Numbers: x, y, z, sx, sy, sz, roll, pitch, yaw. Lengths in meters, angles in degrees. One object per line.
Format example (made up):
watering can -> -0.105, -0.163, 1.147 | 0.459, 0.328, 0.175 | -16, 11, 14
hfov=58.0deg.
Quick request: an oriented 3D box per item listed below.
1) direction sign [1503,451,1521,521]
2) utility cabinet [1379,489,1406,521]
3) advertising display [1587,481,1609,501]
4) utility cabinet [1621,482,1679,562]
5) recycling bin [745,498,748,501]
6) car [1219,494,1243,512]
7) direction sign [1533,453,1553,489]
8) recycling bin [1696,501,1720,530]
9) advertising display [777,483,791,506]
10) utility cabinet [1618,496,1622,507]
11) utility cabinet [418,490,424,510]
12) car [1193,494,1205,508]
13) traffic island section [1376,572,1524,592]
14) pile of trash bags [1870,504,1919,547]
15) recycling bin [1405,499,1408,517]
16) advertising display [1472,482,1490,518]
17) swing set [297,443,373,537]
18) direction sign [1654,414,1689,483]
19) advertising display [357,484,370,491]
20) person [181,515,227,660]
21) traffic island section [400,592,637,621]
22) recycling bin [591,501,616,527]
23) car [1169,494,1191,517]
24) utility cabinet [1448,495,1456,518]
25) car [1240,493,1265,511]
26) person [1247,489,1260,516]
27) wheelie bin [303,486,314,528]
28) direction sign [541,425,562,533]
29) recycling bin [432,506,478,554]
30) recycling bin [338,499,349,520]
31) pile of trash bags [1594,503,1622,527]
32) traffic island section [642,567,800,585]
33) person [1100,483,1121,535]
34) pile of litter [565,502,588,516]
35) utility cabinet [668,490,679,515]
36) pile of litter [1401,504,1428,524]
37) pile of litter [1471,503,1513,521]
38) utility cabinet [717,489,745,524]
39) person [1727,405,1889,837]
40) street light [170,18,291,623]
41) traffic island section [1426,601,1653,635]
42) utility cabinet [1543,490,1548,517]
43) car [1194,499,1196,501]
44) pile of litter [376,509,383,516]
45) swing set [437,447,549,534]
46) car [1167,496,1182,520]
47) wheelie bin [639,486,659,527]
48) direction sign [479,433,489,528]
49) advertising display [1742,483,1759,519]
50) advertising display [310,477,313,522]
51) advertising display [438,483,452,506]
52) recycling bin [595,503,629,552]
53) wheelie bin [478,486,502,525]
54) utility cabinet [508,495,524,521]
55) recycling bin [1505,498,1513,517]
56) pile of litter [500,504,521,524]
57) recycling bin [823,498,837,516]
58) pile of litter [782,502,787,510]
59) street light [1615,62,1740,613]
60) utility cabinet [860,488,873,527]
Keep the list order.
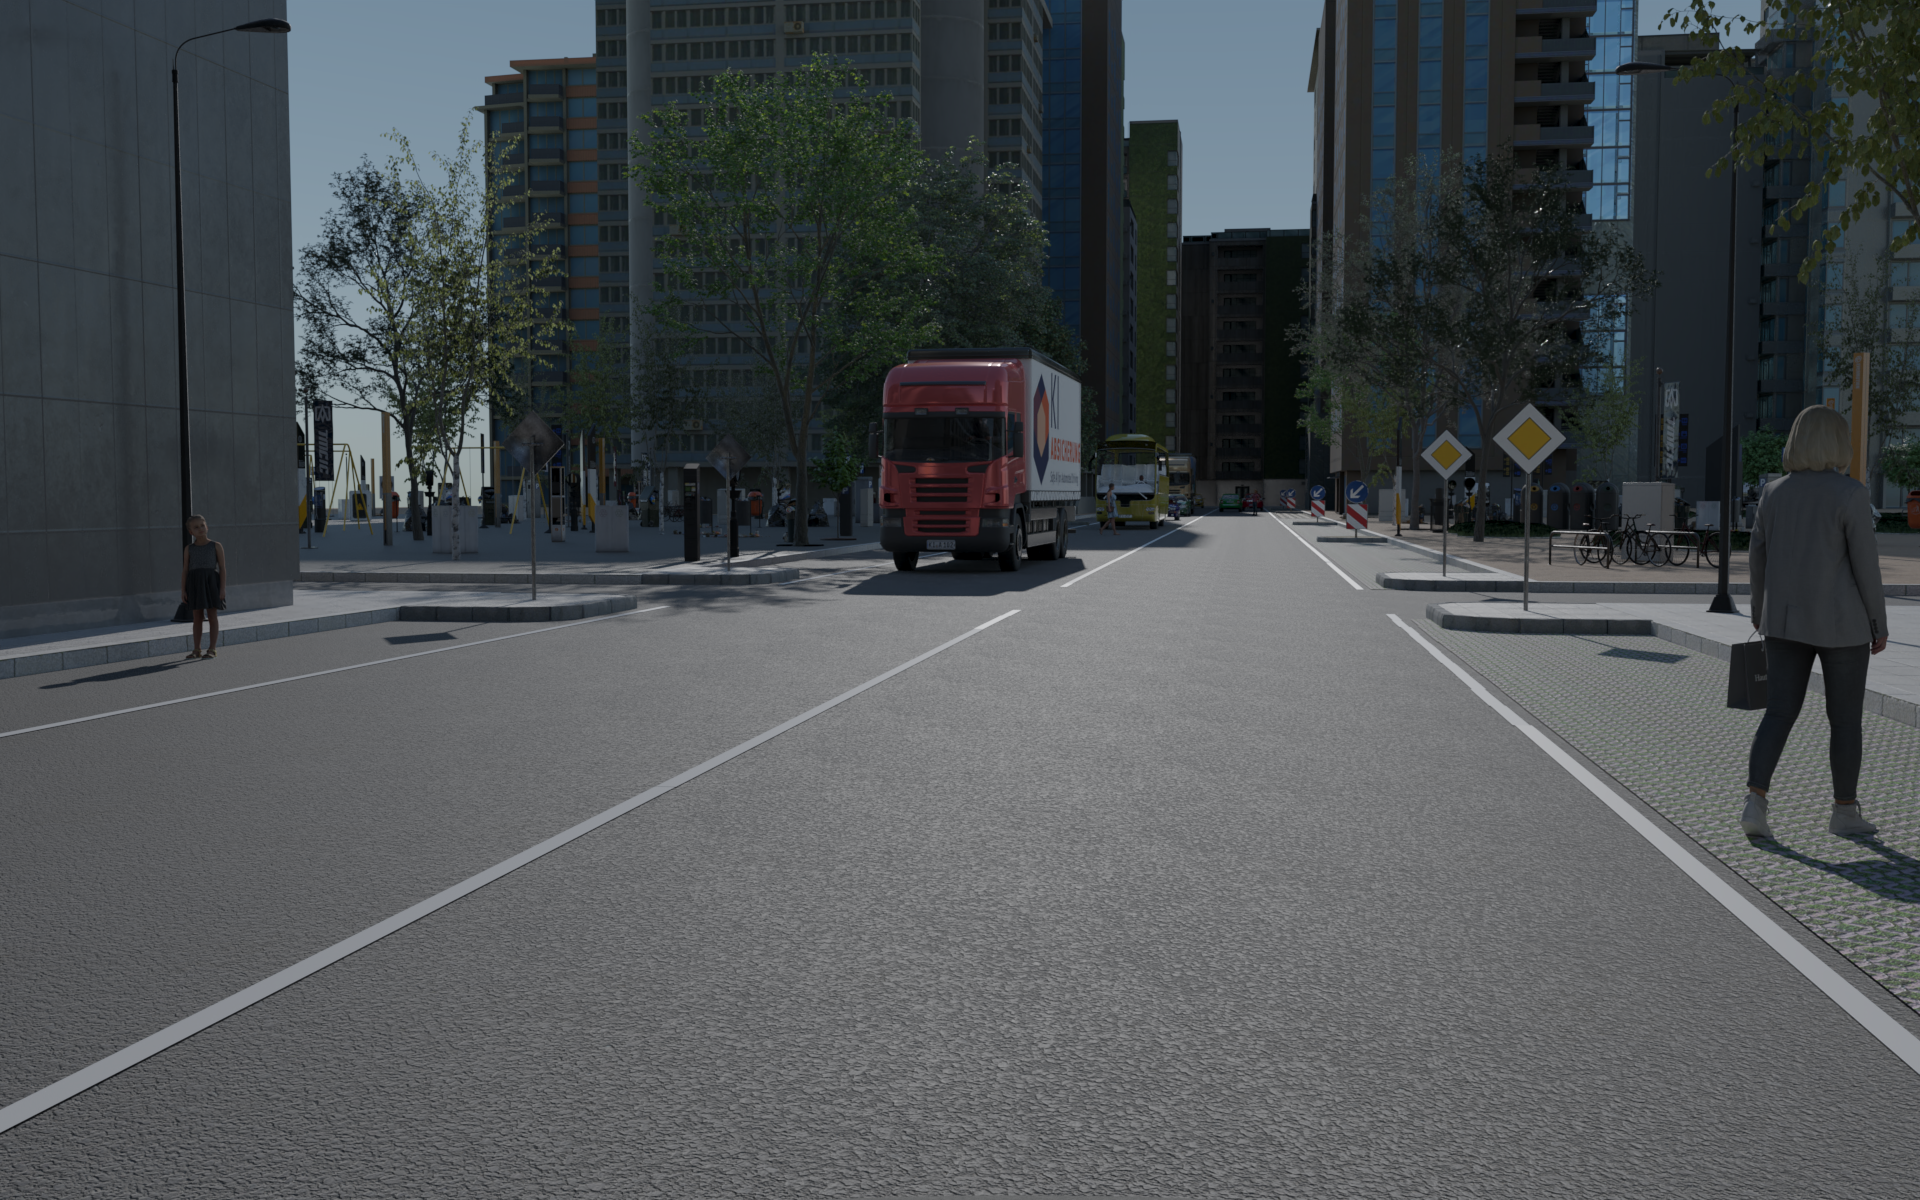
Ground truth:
direction sign -> 25.250, -5.337, 79.254 | 0.876, 3.537, 0.379 | 3, 5, 44
utility cabinet -> 20.027, -4.380, 80.284 | 1.173, 1.500, 0.318 | 1, 4, 10
advertising display -> 30.335, -4.721, 82.408 | 0.974, 1.923, 0.123 | 0, 4, 7
utility cabinet -> 13.055, -1.479, 32.857 | 0.318, 1.500, 1.173 | -1, 4, -14
recycling bin -> -12.819, -5.619, 104.429 | 0.722, 1.027, 0.722 | 0, 4, 3
car -> 21.801, -7.985, 139.350 | 1.959, 1.807, 4.718 | 1, 4, 11
direction sign -> 23.837, -4.825, 70.882 | 0.379, 3.537, 0.876 | -3, 4, -39
recycling bin -> 26.151, -2.937, 60.572 | 0.722, 1.027, 0.722 | 1, 4, 20
advertising display -> -10.746, -6.111, 105.126 | 0.974, 1.923, 0.123 | -2, 4, -27
utility cabinet -> 28.723, -3.943, 75.636 | 1.020, 1.237, 0.306 | 3, 4, 39
utility cabinet -> -31.754, -5.694, 101.770 | 0.318, 1.500, 1.173 | 0, 4, -6
car -> 23.943, -10.153, 176.225 | 2.015, 1.641, 3.980 | 1, 4, 10
traffic island section -> 7.561, -0.287, 26.972 | 2.009, 0.180, 2.903 | 1, 4, 9
pile of trash bags -> 22.320, -2.028, 42.908 | 1.912, 1.369, 3.447 | -3, 4, -36
recycling bin -> 24.346, -5.098, 95.906 | 0.722, 1.027, 0.722 | -1, 4, -9
advertising display -> 27.983, -5.372, 93.046 | 0.974, 1.923, 0.123 | 0, 4, -7
swing set -> -20.141, -3.426, 53.634 | 3.119, 2.851, 2.862 | 1, 4, 11
direction sign -> 20.113, -3.488, 49.029 | 0.876, 3.537, 0.379 | 2, 4, 26
advertising display -> -38.011, -6.435, 110.429 | 0.974, 1.923, 0.123 | 2, 4, 28
person -> -6.572, -0.115, 15.055 | 0.362, 1.253, 0.373 | 0, 4, -4
traffic island section -> -5.181, 0.079, 20.988 | 2.009, 0.180, 2.903 | 1, 4, 9
recycling bin -> -13.768, -3.328, 66.969 | 0.722, 1.027, 0.722 | 2, 4, 25
car -> 13.750, -6.050, 110.722 | 2.131, 1.459, 4.920 | 1, 4, 11
utility cabinet -> 26.112, -4.944, 91.988 | 0.306, 1.237, 1.020 | 1, 4, 8
car -> 25.056, -8.515, 148.262 | 2.155, 1.783, 4.494 | 1, 4, 10
person -> 19.480, -6.451, 114.701 | 0.721, 1.743, 1.217 | -2, 4, -31
wheelie bin -> -24.710, -3.491, 64.980 | 0.980, 1.594, 0.693 | -2, 4, -28
direction sign -> -13.430, -3.952, 56.616 | 0.876, 3.537, 0.379 | 0, 4, 1
recycling bin -> -10.975, -1.535, 37.646 | 0.722, 1.027, 0.722 | 3, 5, 39
recycling bin -> -30.829, -4.562, 87.146 | 0.722, 1.027, 0.722 | -3, 4, -36
pile of trash bags -> 25.629, -3.548, 67.761 | 3.447, 1.369, 1.912 | -2, 4, -32
traffic island section -> -3.874, -0.403, 28.866 | 2.009, 0.180, 2.903 | 1, 4, 9
person -> 5.208, -3.158, 60.232 | 0.778, 1.811, 0.616 | 2, 4, 23
pile of litter -> -22.753, -5.393, 102.134 | 1.719, 0.858, 1.176 | 0, 4, -5
utility cabinet -> -17.308, -5.874, 104.717 | 0.318, 1.500, 1.173 | 1, 4, 10
pile of litter -> 19.591, -3.714, 74.684 | 1.176, 0.858, 1.719 | 1, 4, 19
pile of litter -> 25.347, -4.148, 81.792 | 1.176, 0.858, 1.719 | -3, 5, -45
utility cabinet -> -9.656, -3.939, 73.081 | 1.173, 1.500, 0.318 | 1, 4, 21
person -> 3.504, 0.086, 7.272 | 0.728, 1.800, 0.709 | -2, 4, -30
street light -> -7.222, -2.729, 17.163 | 1.470, 5.913, 1.316 | 1, 4, 9
traffic island section -> 6.254, 0.195, 19.094 | 2.009, 0.180, 2.903 | 1, 4, 9
utility cabinet -> 32.052, -5.191, 93.559 | 1.173, 1.500, 0.318 | 2, 4, 34
car -> 17.605, -7.630, 137.113 | 2.083, 1.381, 4.827 | 1, 4, 9
pile of litter -> -33.526, -5.308, 100.754 | 1.176, 0.858, 1.719 | -3, 5, -44
swing set -> -15.655, -3.662, 57.489 | 3.119, 2.851, 2.862 | 1, 4, 14
car -> 11.255, -5.078, 95.604 | 1.945, 1.354, 3.894 | 1, 4, 8
wheelie bin -> -12.066, -3.643, 67.475 | 0.693, 1.594, 0.980 | -3, 5, -45
direction sign -> -17.853, -4.454, 64.827 | 0.379, 3.537, 0.876 | -1, 4, -8
advertising display -> 40.600, -5.113, 88.818 | 0.974, 1.923, 0.123 | 0, 4, 7
advertising display -> -25.139, -3.728, 66.160 | 0.123, 1.923, 0.974 | 2, 4, 25
advertising display -> -28.746, -5.597, 96.730 | 0.123, 1.923, 0.974 | 2, 4, 31
recycling bin -> -7.733, -1.585, 38.462 | 0.722, 1.027, 0.722 | -1, 4, -12
wheelie bin -> -19.397, -3.891, 71.528 | 0.980, 1.594, 0.693 | -2, 4, -23
utility cabinet -> -21.400, -4.423, 83.484 | 0.306, 1.237, 1.020 | -3, 5, -41
recycling bin -> 31.625, -5.280, 98.883 | 0.722, 1.027, 0.722 | -3, 4, -39
pile of litter -> -19.997, -3.764, 75.512 | 1.719, 0.858, 1.176 | -1, 4, -15
recycling bin -> -7.699, -5.525, 102.882 | 0.722, 1.027, 0.722 | 1, 4, 11
pile of litter -> -9.580, -4.830, 92.941 | 1.176, 0.858, 1.719 | 3, 4, 38
street light -> 7.750, -2.824, 18.720 | 1.470, 5.913, 1.316 | 1, 4, 9
utility cabinet -> -3.665, -3.622, 67.893 | 0.318, 1.500, 1.173 | 0, 4, 7
